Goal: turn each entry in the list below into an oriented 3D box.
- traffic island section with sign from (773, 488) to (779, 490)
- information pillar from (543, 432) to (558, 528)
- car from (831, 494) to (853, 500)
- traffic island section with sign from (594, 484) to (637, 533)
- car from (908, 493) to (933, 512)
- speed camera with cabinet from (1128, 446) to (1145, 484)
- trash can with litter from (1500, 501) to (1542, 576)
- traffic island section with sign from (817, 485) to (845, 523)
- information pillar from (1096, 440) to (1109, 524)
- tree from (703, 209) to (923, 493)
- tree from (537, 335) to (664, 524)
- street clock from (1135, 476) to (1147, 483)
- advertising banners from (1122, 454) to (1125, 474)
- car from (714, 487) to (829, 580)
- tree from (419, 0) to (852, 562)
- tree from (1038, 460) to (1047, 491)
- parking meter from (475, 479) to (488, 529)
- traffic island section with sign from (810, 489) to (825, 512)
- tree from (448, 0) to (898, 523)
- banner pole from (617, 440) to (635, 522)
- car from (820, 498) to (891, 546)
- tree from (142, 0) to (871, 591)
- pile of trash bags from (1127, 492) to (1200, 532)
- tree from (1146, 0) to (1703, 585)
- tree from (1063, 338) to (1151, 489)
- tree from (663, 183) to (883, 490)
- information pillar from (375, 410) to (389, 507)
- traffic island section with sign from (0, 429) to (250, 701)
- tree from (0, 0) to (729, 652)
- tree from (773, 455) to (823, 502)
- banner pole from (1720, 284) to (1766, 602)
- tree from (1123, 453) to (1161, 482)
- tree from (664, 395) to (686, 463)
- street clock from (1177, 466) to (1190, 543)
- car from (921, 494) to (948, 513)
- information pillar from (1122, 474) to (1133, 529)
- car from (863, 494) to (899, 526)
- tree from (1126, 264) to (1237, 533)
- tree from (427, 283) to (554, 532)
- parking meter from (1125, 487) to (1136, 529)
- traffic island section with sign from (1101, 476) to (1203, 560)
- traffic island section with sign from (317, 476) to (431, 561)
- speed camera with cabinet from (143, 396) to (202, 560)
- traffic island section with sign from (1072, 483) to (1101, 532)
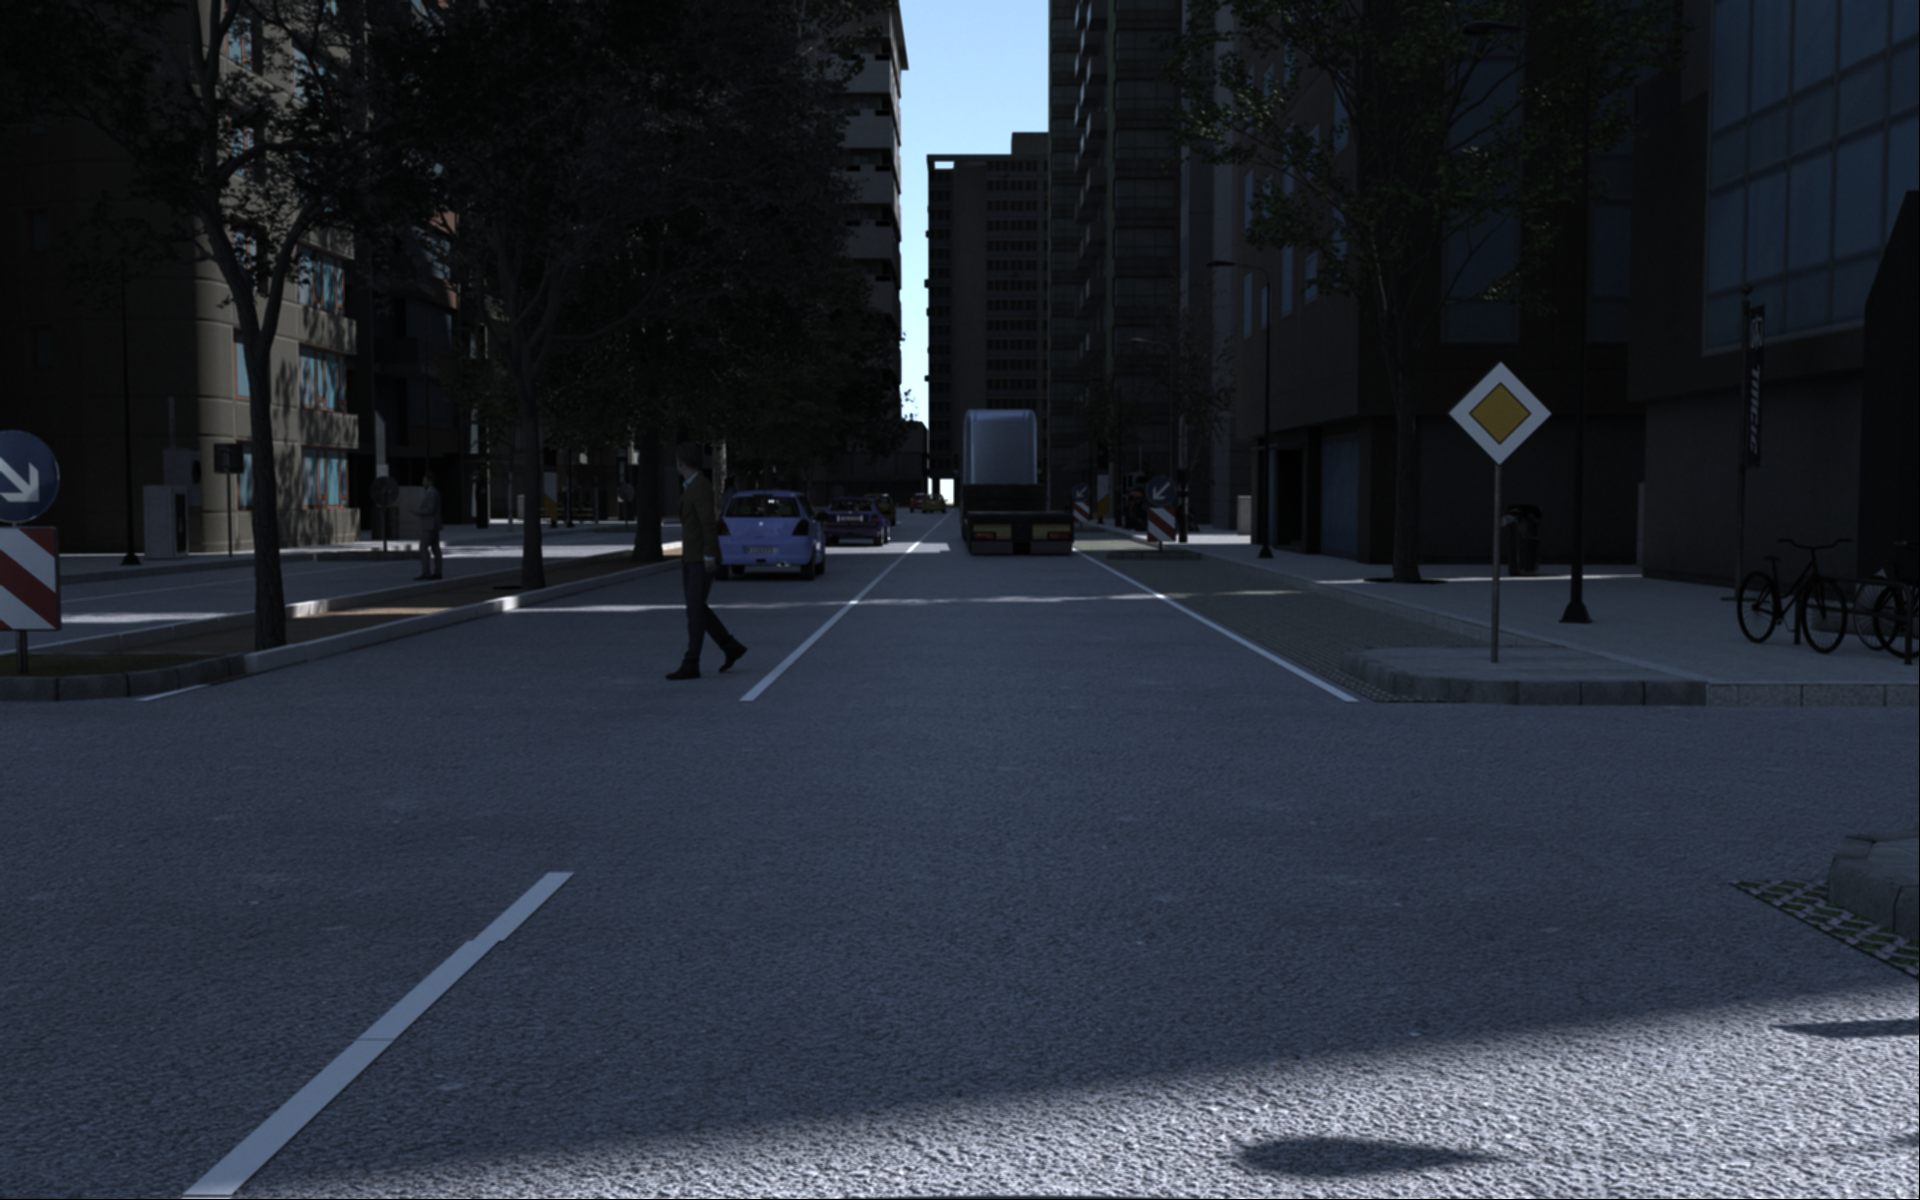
[{"bbox_3d":[-12.243,-6.527,115.341,1.989,1.847,2.006,0,4,0],"label":"traffic island section with sign"},{"bbox_3d":[-15.428,-4.522,65.289,0.504,3.616,0.183,-1,4,-14],"label":"information pillar"},{"bbox_3d":[-9.253,-7.857,138.253,2.009,1.686,4.222,0,3,0],"label":"car"},{"bbox_3d":[-12.560,-3.448,64.995,1.989,1.847,2.006,0,4,0],"label":"traffic island section with sign"},{"bbox_3d":[-3.018,-7.786,136.348,2.155,1.783,4.494,0,4,0],"label":"car"},{"bbox_3d":[7.130,-4.723,71.561,0.660,3.252,2.038,0,4,-6],"label":"speed camera with cabinet"},{"bbox_3d":[8.827,-0.968,27.221,0.624,1.170,1.055,1,4,21],"label":"trash can with litter"},{"bbox_3d":[-6.241,-4.888,88.053,2.006,1.907,1.989,0,4,0],"label":"traffic island section with sign"},{"bbox_3d":[6.133,-5.084,74.484,0.504,3.616,0.183,0,3,0],"label":"information pillar"},{"bbox_3d":[-6.321,-8.992,66.485,9.611,12.733,9.660,0,3,0],"label":"tree"},{"bbox_3d":[-16.012,-7.636,75.211,4.360,8.622,3.978,0,3,0],"label":"tree"},{"bbox_3d":[7.234,-3.958,69.276,0.358,2.002,0.471,3,5,41],"label":"street clock"},{"bbox_3d":[7.402,-4.935,76.876,0.090,3.025,2.074,1,4,18],"label":"advertising banners"},{"bbox_3d":[-3.264,-1.251,30.047,1.945,1.707,3.694,0,4,-1],"label":"car"},{"bbox_3d":[-6.630,-7.784,36.374,9.857,13.997,8.962,0,3,0],"label":"tree"},{"bbox_3d":[7.883,-11.144,165.923,4.285,4.588,4.351,0,3,0],"label":"tree"},{"bbox_3d":[-17.817,-3.596,64.512,0.399,1.863,0.255,-3,5,-40],"label":"parking meter"},{"bbox_3d":[-12.072,-8.175,142.295,1.989,1.847,2.006,0,4,0],"label":"traffic island section with sign"},{"bbox_3d":[-7.762,-11.569,47.505,12.611,20.169,13.585,0,3,0],"label":"tree"},{"bbox_3d":[-15.500,-5.520,80.267,0.863,3.779,0.401,0,4,-3],"label":"banner pole"},{"bbox_3d":[-2.934,-2.213,48.767,1.945,1.354,3.894,0,4,1],"label":"car"},{"bbox_3d":[-6.357,-6.884,25.374,12.009,13.543,11.850,0,3,0],"label":"tree"},{"bbox_3d":[6.777,-3.069,59.931,1.912,1.369,3.447,-2,4,-25],"label":"pile of trash bags"},{"bbox_3d":[6.306,-6.059,24.823,9.928,11.665,9.643,0,3,0],"label":"tree"},{"bbox_3d":[6.966,-8.104,82.858,4.737,8.622,4.395,0,3,0],"label":"tree"},{"bbox_3d":[-6.488,-8.396,57.858,7.486,12.596,7.792,0,3,0],"label":"tree"},{"bbox_3d":[-16.118,-3.484,48.311,0.504,3.616,0.183,3,5,39],"label":"information pillar"},{"bbox_3d":[-6.697,-0.292,12.916,2.006,1.907,1.989,0,4,0],"label":"traffic island section with sign"},{"bbox_3d":[-6.159,-4.814,15.575,8.767,10.594,7.601,0,4,0],"label":"tree"},{"bbox_3d":[-6.567,-7.472,74.993,4.360,8.622,3.978,0,3,0],"label":"tree"},{"bbox_3d":[9.348,-1.865,20.516,0.401,3.779,0.863,0,4,6],"label":"banner pole"},{"bbox_3d":[7.854,-4.893,74.596,1.663,3.219,1.824,0,3,0],"label":"tree"},{"bbox_3d":[-15.733,-8.371,87.226,4.360,8.622,3.978,0,3,0],"label":"tree"},{"bbox_3d":[5.870,-2.504,45.505,0.358,2.002,0.471,1,4,23],"label":"street clock"},{"bbox_3d":[-1.935,-7.337,130.184,2.015,1.641,3.980,0,4,2],"label":"car"},{"bbox_3d":[6.196,-3.643,64.055,0.304,2.012,0.304,-2,4,-35],"label":"information pillar"},{"bbox_3d":[-3.794,-4.224,79.290,2.015,1.641,3.980,0,4,-1],"label":"car"},{"bbox_3d":[7.577,-6.468,56.110,4.360,8.622,3.978,0,3,0],"label":"tree"},{"bbox_3d":[-15.426,-6.607,58.390,4.737,8.622,4.395,0,3,0],"label":"tree"},{"bbox_3d":[6.231,-3.359,63.324,0.372,1.533,0.369,0,3,0],"label":"parking meter"},{"bbox_3d":[4.255,-1.813,38.269,1.989,1.847,2.006,0,4,0],"label":"traffic island section with sign"},{"bbox_3d":[-12.731,-1.790,37.902,1.989,1.847,2.006,0,4,0],"label":"traffic island section with sign"},{"bbox_3d":[-15.666,-2.455,34.472,0.660,3.252,2.038,-1,4,-9],"label":"speed camera with cabinet"},{"bbox_3d":[4.417,-3.461,65.223,1.989,1.847,2.006,0,4,0],"label":"traffic island section with sign"}]
